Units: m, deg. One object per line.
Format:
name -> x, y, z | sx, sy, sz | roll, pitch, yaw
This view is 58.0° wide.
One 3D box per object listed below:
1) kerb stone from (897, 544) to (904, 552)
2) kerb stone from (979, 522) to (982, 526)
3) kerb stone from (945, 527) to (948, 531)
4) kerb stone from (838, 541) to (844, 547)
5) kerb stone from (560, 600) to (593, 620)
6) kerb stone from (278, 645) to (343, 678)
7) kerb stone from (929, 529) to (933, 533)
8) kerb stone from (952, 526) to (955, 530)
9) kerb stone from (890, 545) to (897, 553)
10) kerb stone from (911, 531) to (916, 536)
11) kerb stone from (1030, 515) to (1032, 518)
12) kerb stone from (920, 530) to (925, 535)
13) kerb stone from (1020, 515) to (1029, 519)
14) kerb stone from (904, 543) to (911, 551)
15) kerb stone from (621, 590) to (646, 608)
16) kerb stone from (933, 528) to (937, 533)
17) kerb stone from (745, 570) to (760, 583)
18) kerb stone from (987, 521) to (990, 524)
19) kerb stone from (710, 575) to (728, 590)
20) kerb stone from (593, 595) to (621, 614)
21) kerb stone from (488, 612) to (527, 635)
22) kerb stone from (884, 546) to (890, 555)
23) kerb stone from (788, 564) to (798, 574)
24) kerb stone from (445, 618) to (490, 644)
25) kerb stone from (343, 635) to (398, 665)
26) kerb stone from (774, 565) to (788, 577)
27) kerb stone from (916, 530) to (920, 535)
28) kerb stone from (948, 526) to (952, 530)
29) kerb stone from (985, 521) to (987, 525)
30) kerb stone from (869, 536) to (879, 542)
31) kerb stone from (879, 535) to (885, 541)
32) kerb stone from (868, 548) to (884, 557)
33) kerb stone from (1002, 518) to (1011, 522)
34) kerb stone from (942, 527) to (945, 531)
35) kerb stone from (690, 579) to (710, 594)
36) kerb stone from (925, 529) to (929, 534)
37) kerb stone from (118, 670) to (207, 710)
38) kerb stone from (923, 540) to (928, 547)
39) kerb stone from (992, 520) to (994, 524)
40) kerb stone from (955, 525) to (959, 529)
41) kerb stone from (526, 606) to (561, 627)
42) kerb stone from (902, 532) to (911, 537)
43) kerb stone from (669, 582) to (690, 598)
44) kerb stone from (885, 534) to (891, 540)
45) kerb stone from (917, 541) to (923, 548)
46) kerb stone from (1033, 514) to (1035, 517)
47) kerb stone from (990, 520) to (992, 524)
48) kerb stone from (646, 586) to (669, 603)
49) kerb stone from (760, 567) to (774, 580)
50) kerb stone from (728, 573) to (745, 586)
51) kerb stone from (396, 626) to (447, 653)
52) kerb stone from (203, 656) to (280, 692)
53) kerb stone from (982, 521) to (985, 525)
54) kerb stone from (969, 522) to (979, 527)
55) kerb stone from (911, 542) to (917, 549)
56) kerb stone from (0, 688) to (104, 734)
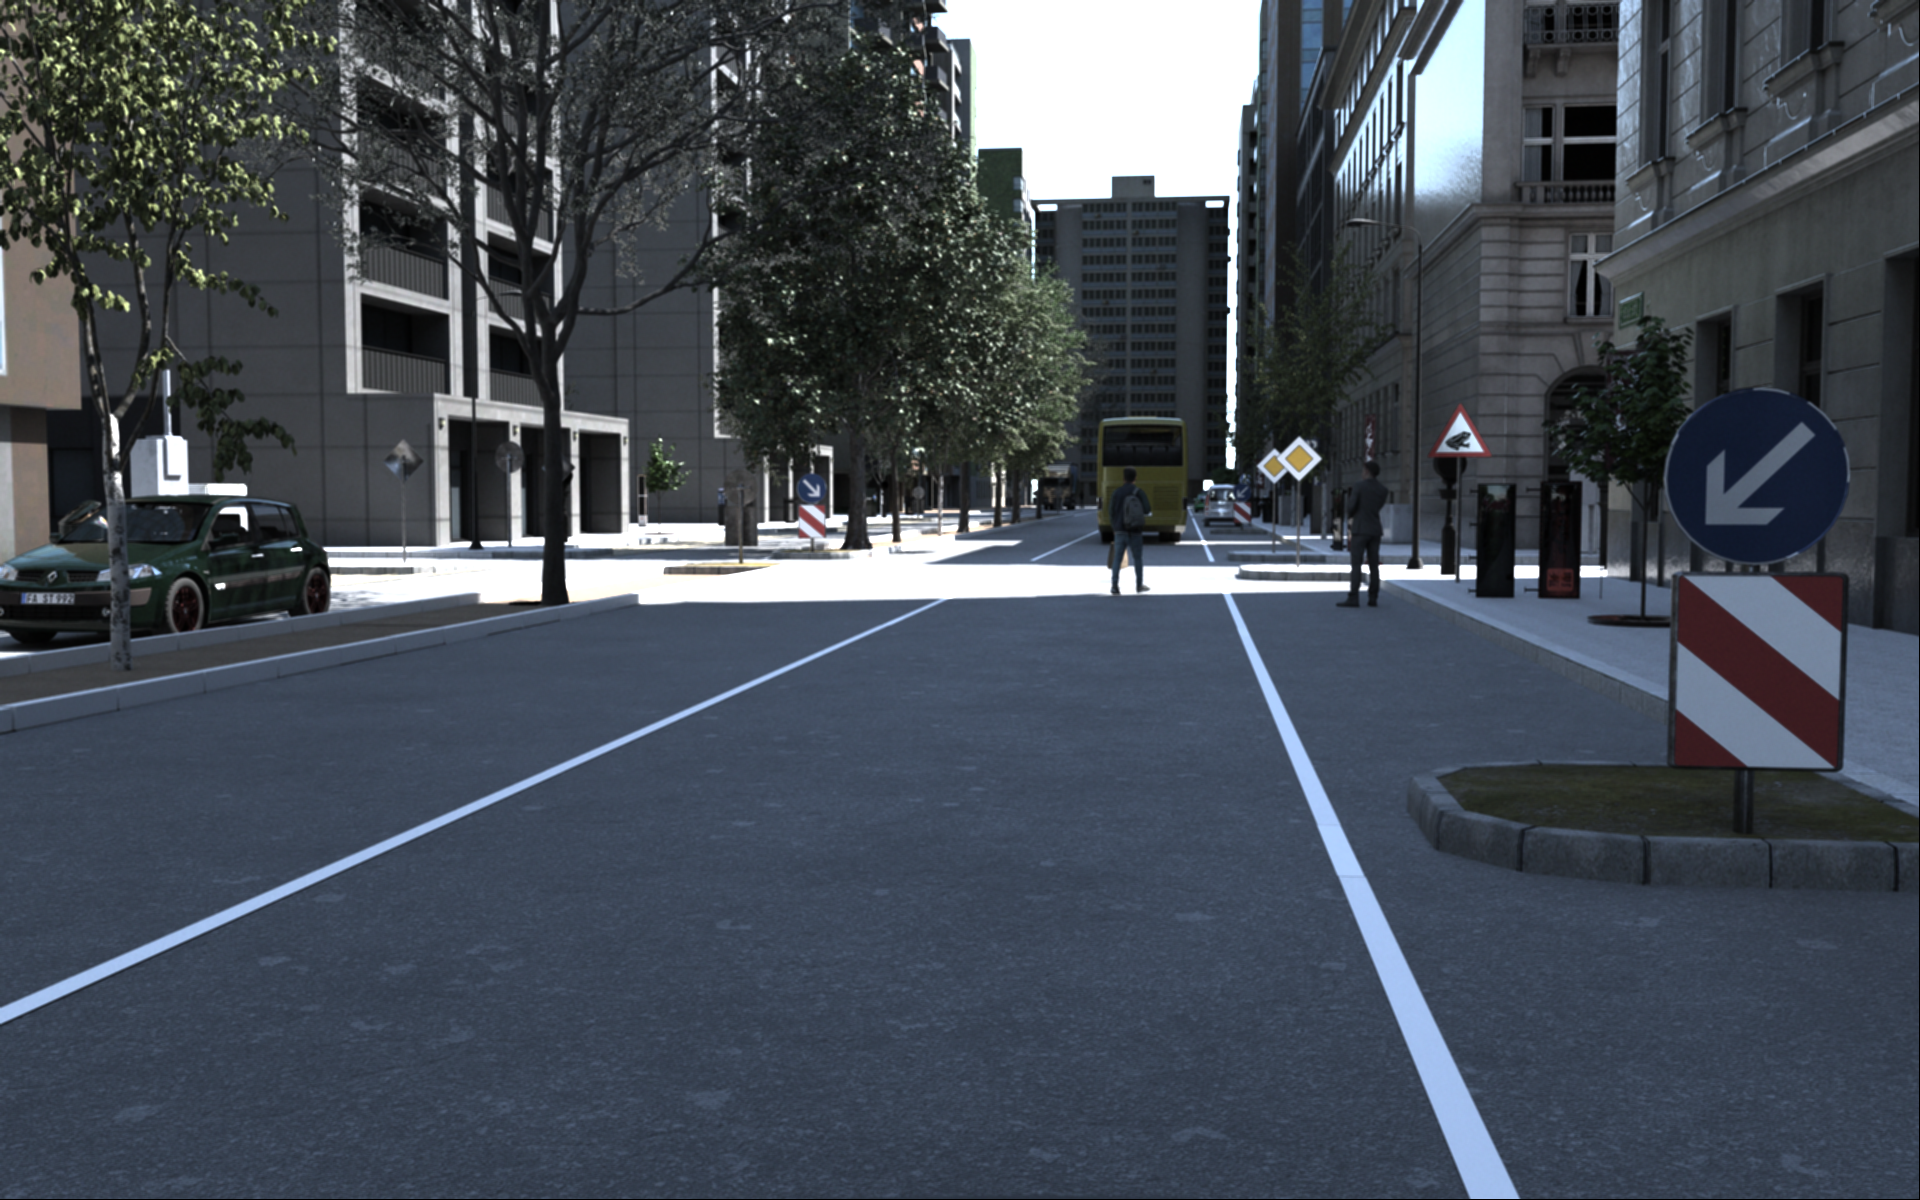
kerb stone -> -1.588, -1.269, 43.033 | 0.120, 0.150, 1.000 | 0, 4, 7
kerb stone -> 0.758, -3.405, 77.886 | 0.120, 0.150, 1.000 | 0, 4, 7
kerb stone -> -0.670, -2.720, 66.704 | 0.120, 0.150, 1.000 | 0, 4, 7
kerb stone -> -3.281, -1.477, 46.338 | 0.120, 0.150, 1.000 | 0, 4, 7
kerb stone -> -4.519, 0.128, 20.108 | 0.120, 0.150, 1.000 | 0, 4, 7
kerb stone -> -5.305, 0.501, 14.003 | 0.120, 0.150, 1.000 | 0, 4, 7
kerb stone -> -1.192, -2.464, 62.621 | 0.120, 0.150, 1.000 | 0, 4, 7
kerb stone -> -0.408, -2.838, 68.739 | 0.120, 0.150, 1.000 | 0, 4, 7
kerb stone -> -1.718, -1.212, 42.005 | 0.120, 0.150, 1.000 | 0, 4, 7
kerb stone -> -1.710, -2.224, 58.553 | 0.120, 0.150, 1.000 | 0, 4, 7
kerb stone -> 4.026, -4.958, 103.279 | 0.120, 0.150, 1.000 | 0, 4, 7
kerb stone -> -1.444, -2.348, 60.584 | 0.120, 0.150, 1.000 | 0, 4, 7
kerb stone -> 3.770, -4.835, 101.244 | 0.120, 0.150, 1.000 | 0, 4, 7
kerb stone -> -1.456, -1.335, 44.049 | 0.120, 0.150, 1.000 | 0, 4, 7
kerb stone -> -4.264, 0.005, 22.152 | 0.120, 0.150, 1.000 | 0, 4, 7
kerb stone -> -1.062, -2.530, 63.649 | 0.120, 0.150, 1.000 | 0, 4, 7
kerb stone -> -3.485, -0.366, 28.257 | 0.120, 0.150, 1.000 | 0, 4, 7
kerb stone -> 1.159, -3.593, 80.934 | 0.120, 0.150, 1.000 | 0, 4, 7
kerb stone -> -3.738, -0.244, 26.224 | 0.120, 0.150, 1.000 | 0, 4, 7
kerb stone -> -4.389, 0.065, 21.138 | 0.120, 0.150, 1.000 | 0, 4, 7
kerb stone -> -4.793, 0.253, 18.072 | 0.120, 0.150, 1.000 | 0, 4, 7
kerb stone -> -1.851, -1.149, 40.989 | 0.120, 0.150, 1.000 | 0, 4, 7
kerb stone -> -3.089, -0.557, 31.306 | 0.120, 0.150, 1.000 | 0, 4, 7
kerb stone -> -4.908, 0.315, 17.048 | 0.120, 0.150, 1.000 | 0, 4, 7
kerb stone -> -5.182, 0.443, 15.020 | 0.120, 0.150, 1.000 | 0, 4, 7
kerb stone -> -3.217, -0.495, 30.292 | 0.120, 0.150, 1.000 | 0, 4, 7
kerb stone -> -1.589, -2.286, 59.568 | 0.120, 0.150, 1.000 | 0, 4, 7
kerb stone -> -0.539, -2.784, 67.720 | 0.120, 0.150, 1.000 | 0, 4, 7
kerb stone -> 1.029, -3.526, 79.913 | 0.120, 0.150, 1.000 | 0, 4, 7
kerb stone -> -2.626, -1.786, 51.424 | 0.120, 0.150, 1.000 | 0, 4, 7
kerb stone -> -2.487, -1.847, 52.445 | 0.120, 0.150, 1.000 | 0, 4, 7
kerb stone -> -1.967, -1.087, 39.972 | 0.120, 0.150, 1.000 | 0, 4, 7
kerb stone -> 2.467, -4.214, 91.102 | 0.120, 0.150, 1.000 | 0, 4, 7
kerb stone -> -0.803, -2.660, 65.681 | 0.120, 0.150, 1.000 | 0, 4, 7
kerb stone -> -3.870, -0.184, 25.206 | 0.120, 0.150, 1.000 | 0, 4, 7
kerb stone -> -1.314, -2.407, 61.605 | 0.120, 0.150, 1.000 | 0, 4, 7
kerb stone -> -5.563, 0.625, 11.974 | 0.120, 0.150, 1.000 | 0, 4, 7
kerb stone -> -1.061, -1.521, 47.095 | 0.120, 0.150, 1.000 | 0, 4, 7
kerb stone -> 1.411, -3.715, 82.967 | 0.120, 0.150, 1.000 | 0, 4, 7
kerb stone -> -0.275, -2.907, 69.756 | 0.120, 0.150, 1.000 | 0, 4, 7
kerb stone -> -4.659, 0.190, 19.092 | 0.120, 0.150, 1.000 | 0, 4, 7
kerb stone -> -1.836, -2.162, 57.539 | 0.120, 0.150, 1.000 | 0, 4, 7
kerb stone -> -4.010, -0.122, 24.192 | 0.120, 0.150, 1.000 | 0, 4, 7
kerb stone -> -2.363, -1.908, 53.469 | 0.120, 0.150, 1.000 | 0, 4, 7
kerb stone -> -1.192, -1.452, 46.082 | 0.120, 0.150, 1.000 | 0, 4, 7
kerb stone -> 4.288, -5.080, 105.316 | 0.120, 0.150, 1.000 | 0, 4, 7
kerb stone -> 1.291, -3.653, 81.948 | 0.120, 0.150, 1.000 | 0, 4, 7
kerb stone -> -4.135, -0.060, 23.171 | 0.120, 0.150, 1.000 | 0, 4, 7
kerb stone -> -3.354, -0.429, 29.274 | 0.120, 0.150, 1.000 | 0, 4, 7
kerb stone -> -3.607, -0.309, 27.242 | 0.120, 0.150, 1.000 | 0, 4, 7
kerb stone -> -5.046, 0.377, 16.033 | 0.120, 0.150, 1.000 | 0, 4, 7
kerb stone -> -5.433, 0.563, 12.988 | 0.120, 0.150, 1.000 | 0, 4, 7
kerb stone -> 0.898, -3.466, 78.899 | 0.120, 0.150, 1.000 | 0, 4, 7
kerb stone -> 0.635, -3.344, 76.871 | 0.120, 0.150, 1.000 | 0, 4, 7
kerb stone -> -1.325, -1.399, 45.068 | 0.120, 0.150, 1.000 | 0, 4, 7
kerb stone -> -5.695, 0.687, 10.961 | 0.120, 0.150, 1.000 | 0, 4, 7
